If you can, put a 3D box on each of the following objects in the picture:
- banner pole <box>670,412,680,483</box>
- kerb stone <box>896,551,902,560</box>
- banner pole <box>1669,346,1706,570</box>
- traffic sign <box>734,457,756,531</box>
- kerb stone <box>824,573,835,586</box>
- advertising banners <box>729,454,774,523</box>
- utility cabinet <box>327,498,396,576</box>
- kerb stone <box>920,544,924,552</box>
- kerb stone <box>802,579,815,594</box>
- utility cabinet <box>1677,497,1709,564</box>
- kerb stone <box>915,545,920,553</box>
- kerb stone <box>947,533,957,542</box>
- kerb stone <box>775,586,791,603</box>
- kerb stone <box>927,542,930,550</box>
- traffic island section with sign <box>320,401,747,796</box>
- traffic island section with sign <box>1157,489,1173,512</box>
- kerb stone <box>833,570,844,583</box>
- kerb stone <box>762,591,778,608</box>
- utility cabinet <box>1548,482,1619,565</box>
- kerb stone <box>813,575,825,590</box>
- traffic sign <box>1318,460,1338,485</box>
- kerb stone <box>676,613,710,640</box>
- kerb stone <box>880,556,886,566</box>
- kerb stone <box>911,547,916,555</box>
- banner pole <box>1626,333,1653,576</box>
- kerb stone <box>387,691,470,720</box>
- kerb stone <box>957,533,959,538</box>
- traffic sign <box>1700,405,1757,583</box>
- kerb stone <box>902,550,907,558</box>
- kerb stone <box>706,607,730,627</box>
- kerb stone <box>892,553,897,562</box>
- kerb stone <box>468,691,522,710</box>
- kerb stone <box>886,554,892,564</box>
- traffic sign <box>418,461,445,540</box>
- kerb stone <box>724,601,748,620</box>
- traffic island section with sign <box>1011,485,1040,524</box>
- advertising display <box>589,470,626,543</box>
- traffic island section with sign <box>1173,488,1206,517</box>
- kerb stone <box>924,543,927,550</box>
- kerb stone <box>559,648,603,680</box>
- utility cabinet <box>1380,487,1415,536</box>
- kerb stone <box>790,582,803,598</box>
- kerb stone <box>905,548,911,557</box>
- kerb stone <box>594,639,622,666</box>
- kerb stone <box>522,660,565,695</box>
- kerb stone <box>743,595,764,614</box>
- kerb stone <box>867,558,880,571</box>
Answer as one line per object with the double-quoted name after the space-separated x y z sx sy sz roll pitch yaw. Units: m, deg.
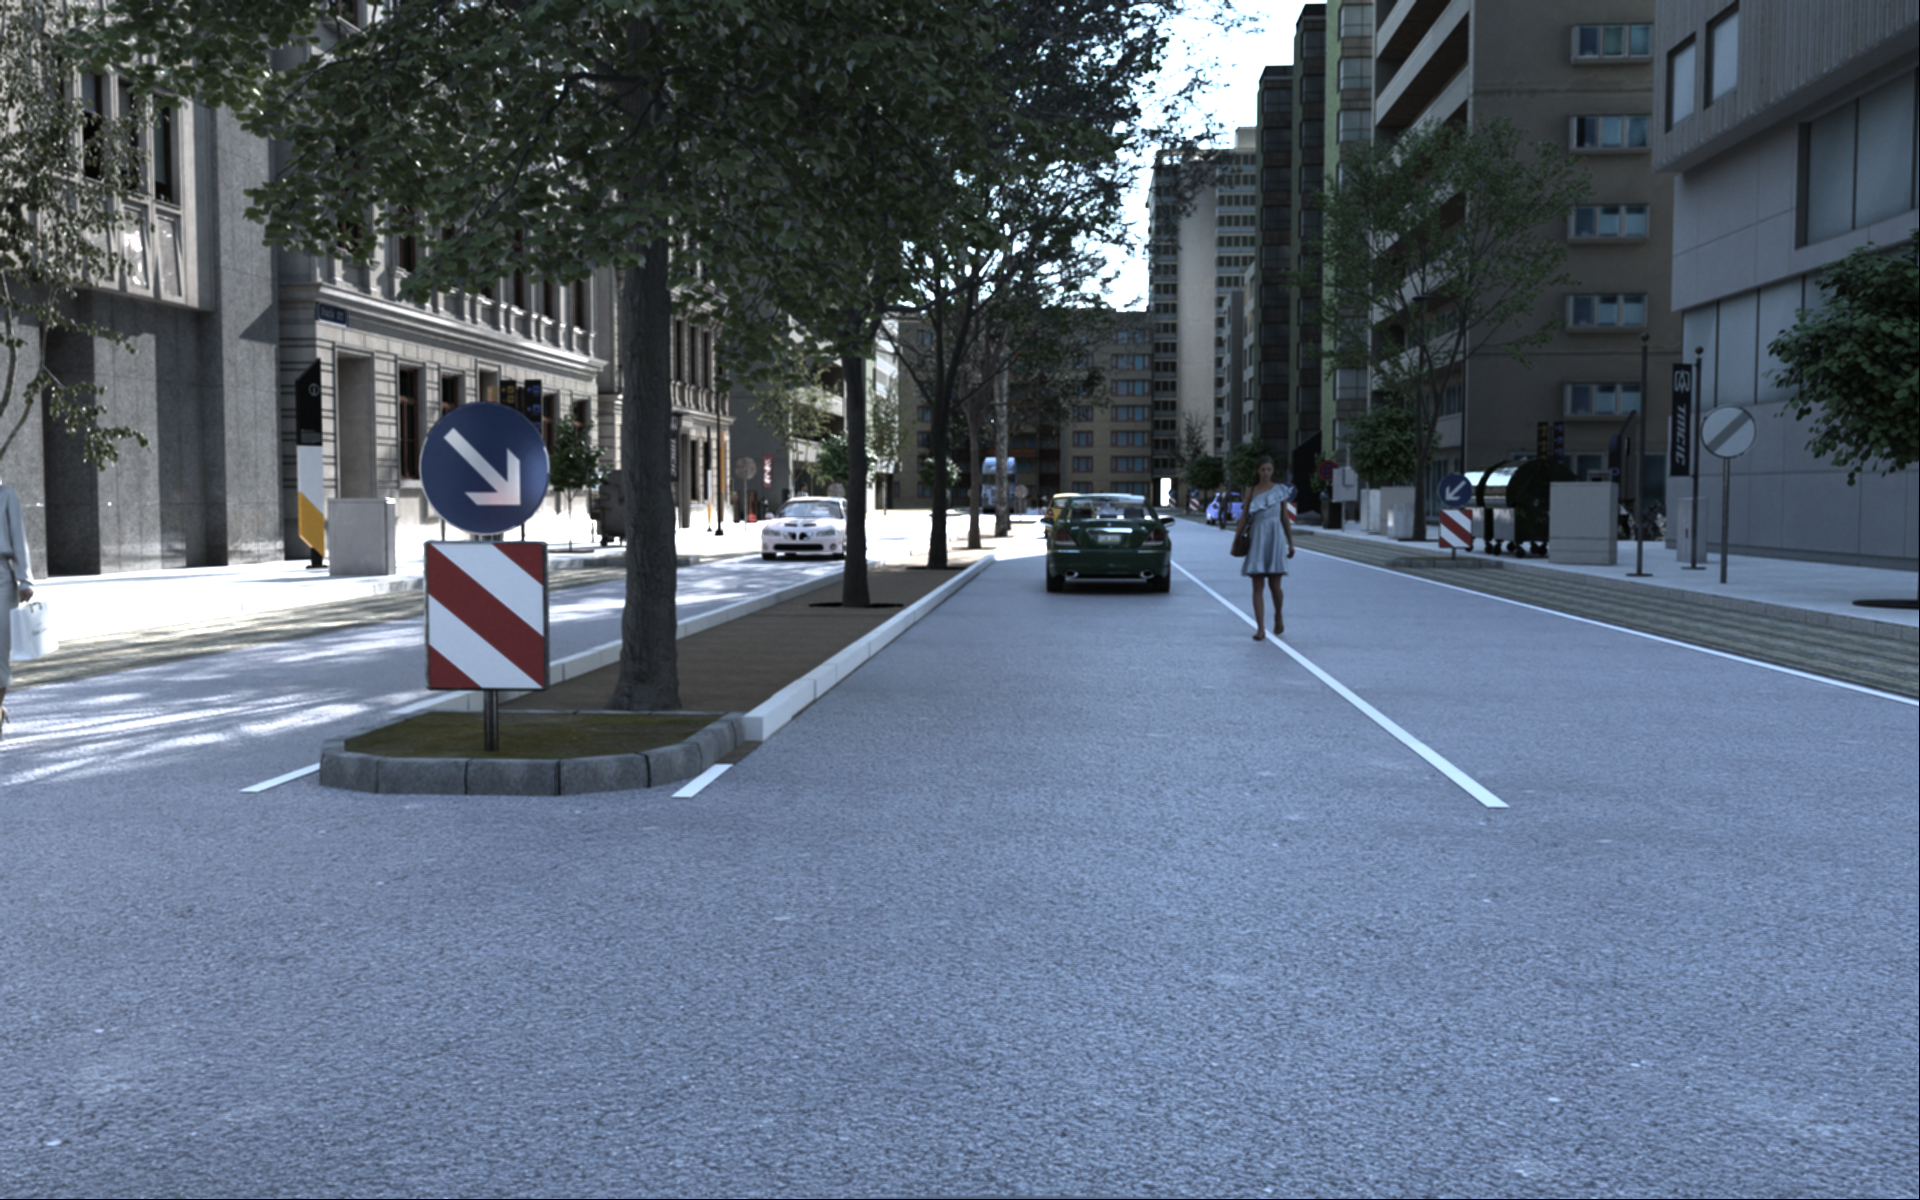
-7.785 -3.457 46.542 0.401 3.779 0.863 -3 5 -43 "banner pole"
-1.411 -0.919 37.215 0.120 0.150 1.000 0 4 4 "kerb stone"
12.329 -2.407 29.375 0.863 3.779 0.401 -2 4 -27 "banner pole"
-7.371 -3.629 59.433 0.768 2.556 0.104 0 4 8 "traffic sign"
-2.125 -0.294 27.000 0.120 0.150 1.000 0 4 4 "kerb stone"
-9.198 -4.898 76.266 2.074 3.025 0.090 0 4 2 "advertising banners"
-9.427 -0.988 27.319 1.020 1.237 0.306 1 4 12 "utility cabinet"
-1.056 -1.226 42.340 0.120 0.150 1.000 0 4 4 "kerb stone"
-2.261 -0.169 24.960 0.120 0.150 1.000 0 4 4 "kerb stone"
13.702 -1.301 32.430 0.306 1.237 1.020 1 4 8 "utility cabinet"
-1.130 -1.169 41.305 0.120 0.150 1.000 0 4 4 "kerb stone"
-0.272 -1.920 53.592 0.120 0.150 1.000 0 4 4 "kerb stone"
-2.411 -0.044 22.921 0.120 0.150 1.000 0 4 4 "kerb stone"
-0.904 -1.358 44.391 0.120 0.150 1.000 0 4 4 "kerb stone"
-2.293 -0.064 9.178 2.006 1.907 1.989 0 4 4 "traffic island section with sign"
16.649 -7.871 137.319 1.989 1.847 2.006 0 4 4 "traffic island section with sign"
-2.049 -0.351 28.023 0.120 0.150 1.000 0 4 4 "kerb stone"
-2.478 0.018 21.900 0.120 0.150 1.000 0 4 4 "kerb stone"
11.334 -1.395 31.483 0.318 1.500 1.173 -3 5 -42 "utility cabinet"
-2.193 -0.231 25.980 0.120 0.150 1.000 0 4 4 "kerb stone"
13.913 -4.002 65.534 0.768 2.556 0.104 0 4 6 "traffic sign"
-2.763 0.268 17.817 0.120 0.150 1.000 0 4 4 "kerb stone"
-1.627 -0.728 34.151 0.120 0.150 1.000 0 4 4 "kerb stone"
-1.198 -1.106 40.285 0.120 0.150 1.000 0 4 4 "kerb stone"
10.734 -2.277 27.246 0.401 3.779 0.863 1 4 22 "banner pole"
-3.261 0.707 10.641 0.120 0.150 1.000 0 4 4 "kerb stone"
-0.202 -1.983 54.620 0.120 0.150 1.000 0 4 4 "kerb stone"
10.989 -1.513 24.851 0.768 2.556 0.104 1 4 10 "traffic sign"
-1.341 -0.978 38.235 0.120 0.150 1.000 0 4 4 "kerb stone"
-2.696 0.210 18.838 0.120 0.150 1.000 0 4 4 "kerb stone"
-1.483 -0.856 36.196 0.120 0.150 1.000 0 4 4 "kerb stone"
-3.190 0.644 11.672 0.120 0.150 1.000 0 4 4 "kerb stone"
-1.556 -0.793 35.170 0.120 0.150 1.000 0 4 4 "kerb stone"
-8.869 -1.815 29.686 0.884 2.594 0.081 1 4 9 "traffic sign"
-2.621 0.143 19.857 0.120 0.150 1.000 0 4 4 "kerb stone"
2.920 -4.648 84.136 2.006 1.907 1.989 0 4 4 "traffic island section with sign"
-9.302 -2.482 45.788 0.974 1.923 0.123 0 4 3 "advertising display"
14.773 -6.226 110.429 1.989 1.847 2.006 0 4 4 "traffic island section with sign"
-0.988 -1.294 43.360 0.120 0.150 1.000 0 4 4 "kerb stone"
-3.043 0.522 13.727 0.120 0.150 1.000 0 4 4 "kerb stone"
13.372 -2.684 52.560 1.173 1.500 0.318 2 4 32 "utility cabinet"
-2.341 -0.107 23.941 0.120 0.150 1.000 0 4 4 "kerb stone"
-1.266 -1.043 39.256 0.120 0.150 1.000 0 4 4 "kerb stone"
-2.977 0.455 14.753 0.120 0.150 1.000 0 4 4 "kerb stone"
-3.123 0.581 12.698 0.120 0.150 1.000 0 4 4 "kerb stone"
-2.550 0.081 20.878 0.120 0.150 1.000 0 4 4 "kerb stone"
-1.698 -0.665 33.131 0.120 0.150 1.000 0 4 4 "kerb stone"
